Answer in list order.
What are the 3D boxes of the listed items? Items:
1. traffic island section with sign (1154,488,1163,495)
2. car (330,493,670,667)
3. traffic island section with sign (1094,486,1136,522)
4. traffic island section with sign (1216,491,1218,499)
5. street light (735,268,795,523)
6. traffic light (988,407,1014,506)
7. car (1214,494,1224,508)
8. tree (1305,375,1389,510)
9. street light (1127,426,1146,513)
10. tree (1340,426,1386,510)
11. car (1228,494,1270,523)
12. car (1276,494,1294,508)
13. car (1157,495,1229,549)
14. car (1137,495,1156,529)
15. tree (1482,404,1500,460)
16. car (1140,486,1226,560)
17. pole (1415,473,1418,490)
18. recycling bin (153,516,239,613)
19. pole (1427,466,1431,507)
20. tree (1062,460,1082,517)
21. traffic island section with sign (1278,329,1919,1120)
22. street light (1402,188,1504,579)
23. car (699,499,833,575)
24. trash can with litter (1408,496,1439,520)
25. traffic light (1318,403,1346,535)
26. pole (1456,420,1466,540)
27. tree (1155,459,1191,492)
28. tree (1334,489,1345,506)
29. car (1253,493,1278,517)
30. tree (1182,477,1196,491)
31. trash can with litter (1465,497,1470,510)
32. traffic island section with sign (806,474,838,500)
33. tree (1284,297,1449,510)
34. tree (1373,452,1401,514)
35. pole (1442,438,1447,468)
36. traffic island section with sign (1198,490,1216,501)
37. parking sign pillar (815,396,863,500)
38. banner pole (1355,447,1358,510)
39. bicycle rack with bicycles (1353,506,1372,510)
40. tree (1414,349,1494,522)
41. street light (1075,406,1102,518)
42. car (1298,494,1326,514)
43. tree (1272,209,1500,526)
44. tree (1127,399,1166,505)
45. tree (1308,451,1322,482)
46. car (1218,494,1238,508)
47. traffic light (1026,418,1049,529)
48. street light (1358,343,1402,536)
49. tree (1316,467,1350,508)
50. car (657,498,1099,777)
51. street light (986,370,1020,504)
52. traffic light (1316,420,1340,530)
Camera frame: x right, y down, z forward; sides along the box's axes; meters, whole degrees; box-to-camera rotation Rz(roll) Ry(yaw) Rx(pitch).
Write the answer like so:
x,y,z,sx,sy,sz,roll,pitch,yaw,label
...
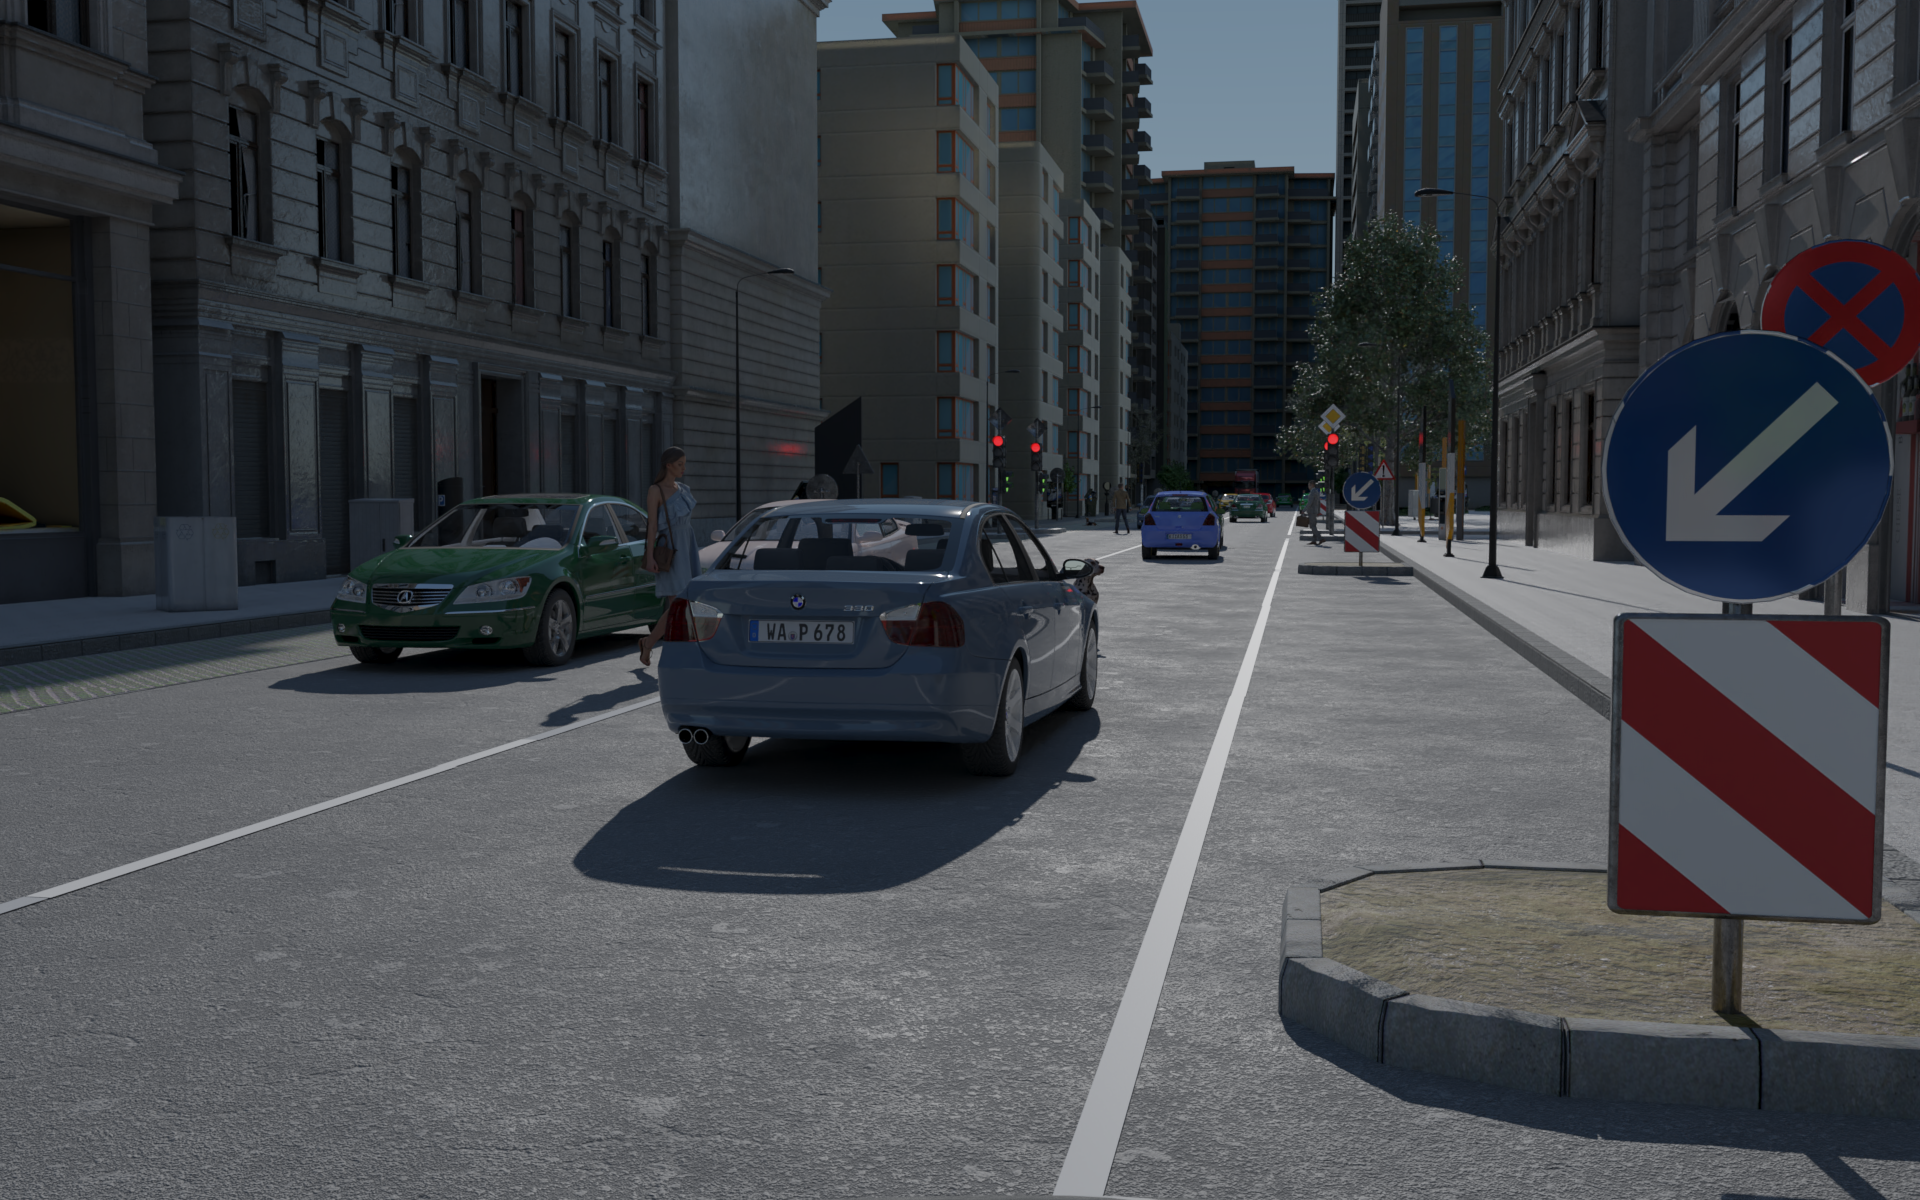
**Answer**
x,y,z,sx,sy,sz,roll,pitch,yaw,label
13.176,-6.483,114.632,1.989,1.847,2.006,1,4,11,traffic island section with sign
-3.927,-0.257,15.994,2.131,1.459,4.920,1,4,11,car
7.924,-4.855,88.015,1.989,1.847,2.006,1,4,11,traffic island section with sign
28.068,-11.097,190.059,1.989,1.847,2.006,1,4,11,traffic island section with sign
-4.090,-3.875,35.892,1.470,5.913,1.316,1,4,11,street light
1.292,-4.093,55.846,0.839,4.253,0.868,1,4,11,traffic light
24.470,-9.019,159.256,2.131,1.459,4.920,1,4,12,car
30.884,-12.828,135.495,9.928,11.665,9.643,0,3,0,tree
12.014,-8.912,118.257,1.470,5.913,1.316,1,4,11,street light
25.091,-9.630,107.813,4.360,8.622,3.978,0,3,0,tree
14.791,-4.704,88.707,2.131,1.459,4.920,1,4,12,car
34.702,-10.778,185.020,1.959,1.807,4.718,1,4,12,car
6.181,-2.137,46.743,2.131,1.459,4.920,1,4,10,car
8.414,-3.675,72.090,2.014,1.417,4.499,1,4,12,car
36.323,-10.150,116.319,4.360,8.622,3.978,0,3,0,tree
5.031,-1.812,39.220,1.945,1.707,3.694,1,4,9,car
30.781,-7.517,116.742,0.158,3.312,0.155,0,3,0,pole
-8.470,-0.406,19.199,0.722,1.027,0.722,-3,4,-36,recycling bin
32.241,-7.663,119.140,0.158,3.312,0.155,0,3,0,pole
6.077,-6.236,96.559,1.663,3.219,1.824,0,3,0,tree
1.941,0.223,4.976,1.989,1.847,2.006,1,4,11,traffic island section with sign
7.600,-3.293,26.386,1.470,5.913,1.316,1,4,11,street light
-1.779,-0.503,20.587,2.083,1.381,4.827,1,4,13,car
22.875,-4.512,84.832,2.233,1.210,1.678,0,4,-7,trash can with litter
11.559,-3.971,53.843,0.839,4.253,0.868,1,4,11,traffic light
13.876,-3.311,47.974,0.158,3.312,0.155,0,3,0,pole
19.787,-10.815,160.538,4.285,4.588,4.351,0,3,0,tree
41.351,-11.840,188.189,1.663,3.219,1.824,0,3,0,tree
18.861,-6.098,108.746,2.155,1.783,4.494,1,4,13,car
25.266,-11.908,189.289,1.663,3.219,1.824,0,3,0,tree
38.811,-7.424,132.766,0.624,1.170,1.055,1,4,8,trash can with litter
-2.794,-1.537,33.763,1.989,1.847,2.006,1,4,11,traffic island section with sign
23.512,-11.417,97.036,12.009,13.543,11.850,0,3,0,tree
19.320,-5.184,79.353,1.663,3.219,1.824,0,3,0,tree
17.479,-4.204,62.577,0.158,3.312,0.155,0,3,0,pole
22.860,-9.479,163.610,1.989,1.847,2.006,1,4,11,traffic island section with sign
-3.346,-3.627,47.767,1.447,3.967,1.447,0,4,0,parking sign pillar
19.332,-5.773,84.412,0.401,3.779,0.863,1,4,16,banner pole
28.576,-6.599,121.275,2.925,0.926,2.852,0,4,-5,bicycle rack with bicycles
22.947,-7.922,79.888,4.737,8.622,4.395,0,3,0,tree
6.784,-7.280,91.562,1.470,5.913,1.316,1,4,11,street light
25.300,-7.073,124.447,1.959,1.807,4.718,1,4,11,car
17.512,-9.355,69.956,9.611,12.733,9.660,0,3,0,tree
13.886,-11.245,134.223,4.360,8.622,3.978,0,3,0,tree
44.582,-15.920,210.646,4.737,8.622,4.395,0,3,0,tree
21.965,-7.965,140.447,2.015,1.641,3.980,1,4,12,car
2.839,-4.572,63.681,0.839,4.253,0.868,1,4,11,traffic light
12.903,-4.933,53.199,1.470,5.913,1.316,1,4,11,street light
35.646,-11.135,165.769,4.285,4.588,4.351,0,3,0,tree
-0.284,0.110,10.208,2.014,1.417,4.499,1,4,13,car
1.552,-5.647,64.867,1.470,5.913,1.316,1,4,11,street light
13.106,-4.450,61.677,0.839,4.253,0.868,1,4,11,traffic light
